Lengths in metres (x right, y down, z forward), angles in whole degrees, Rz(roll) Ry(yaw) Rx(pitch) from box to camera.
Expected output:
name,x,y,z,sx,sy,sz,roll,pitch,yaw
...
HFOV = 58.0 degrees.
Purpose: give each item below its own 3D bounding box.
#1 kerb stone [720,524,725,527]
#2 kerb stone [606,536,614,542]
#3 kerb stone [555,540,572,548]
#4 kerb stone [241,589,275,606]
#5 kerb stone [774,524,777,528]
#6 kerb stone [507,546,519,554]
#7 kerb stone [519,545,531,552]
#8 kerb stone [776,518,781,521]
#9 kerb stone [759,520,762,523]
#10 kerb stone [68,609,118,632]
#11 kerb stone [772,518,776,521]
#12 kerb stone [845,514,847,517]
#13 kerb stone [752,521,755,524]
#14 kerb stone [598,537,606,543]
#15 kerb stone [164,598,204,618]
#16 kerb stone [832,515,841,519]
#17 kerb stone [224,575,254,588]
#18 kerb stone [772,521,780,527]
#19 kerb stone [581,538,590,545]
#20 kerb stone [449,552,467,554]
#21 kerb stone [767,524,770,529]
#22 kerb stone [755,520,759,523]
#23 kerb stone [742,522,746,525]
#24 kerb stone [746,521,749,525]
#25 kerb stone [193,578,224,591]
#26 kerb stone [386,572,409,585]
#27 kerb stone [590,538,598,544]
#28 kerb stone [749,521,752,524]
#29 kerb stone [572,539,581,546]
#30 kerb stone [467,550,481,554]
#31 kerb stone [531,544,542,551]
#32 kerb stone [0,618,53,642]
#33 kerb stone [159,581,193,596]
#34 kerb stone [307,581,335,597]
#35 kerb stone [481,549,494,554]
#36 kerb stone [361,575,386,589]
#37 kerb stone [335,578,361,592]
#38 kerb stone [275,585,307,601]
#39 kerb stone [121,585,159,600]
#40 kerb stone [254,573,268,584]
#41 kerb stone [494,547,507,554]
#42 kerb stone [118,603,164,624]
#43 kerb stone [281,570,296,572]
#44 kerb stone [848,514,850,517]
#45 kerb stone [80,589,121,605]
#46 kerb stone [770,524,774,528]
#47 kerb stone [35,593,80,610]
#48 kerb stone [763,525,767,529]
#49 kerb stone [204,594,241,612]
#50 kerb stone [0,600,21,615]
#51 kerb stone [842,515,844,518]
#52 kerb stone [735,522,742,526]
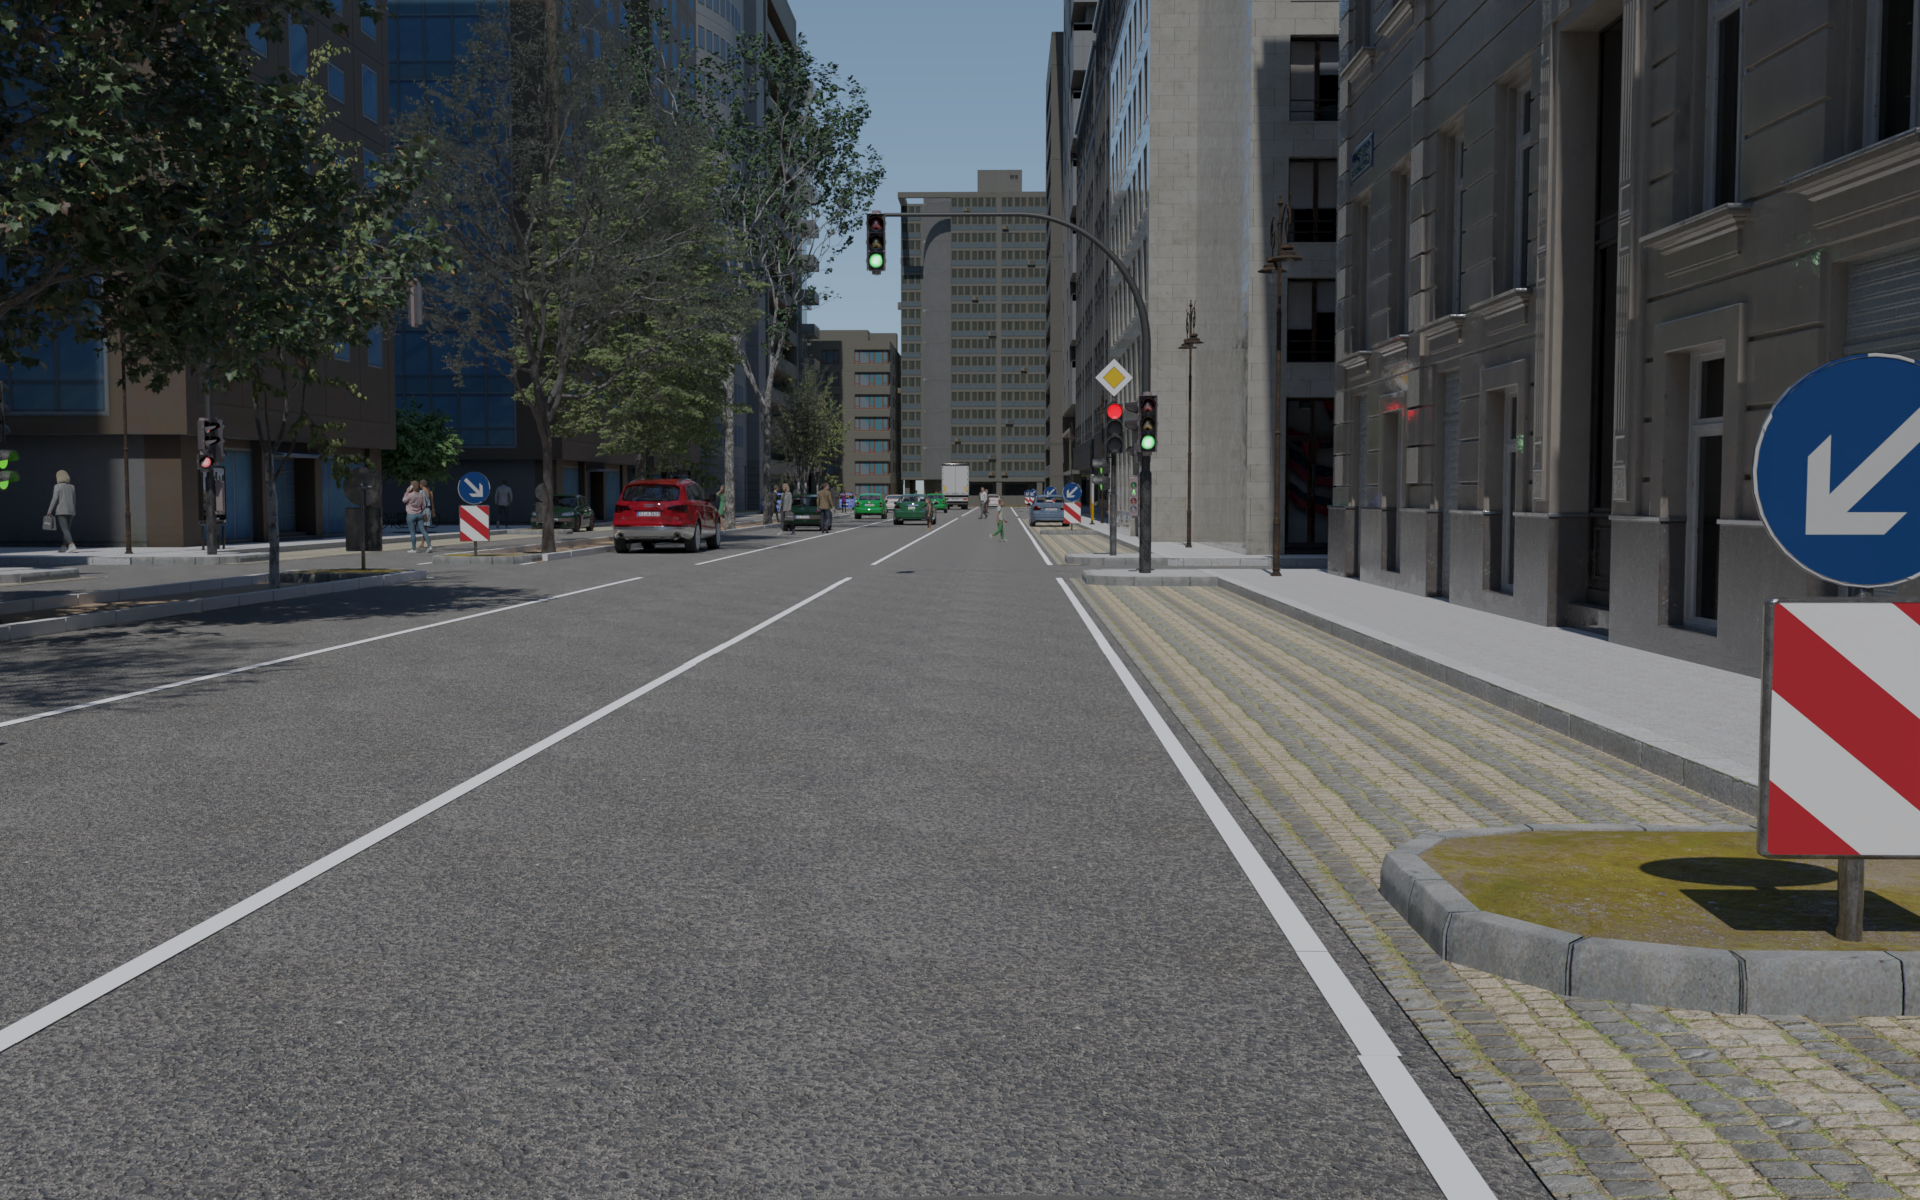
name,x,y,z,sx,sy,sz,roll,pitch,yaw
kerb stone,-10.082,-3.130,73.446,0.120,0.150,1.000,0,4,1
kerb stone,-10.612,-1.816,51.896,0.120,0.150,1.000,0,4,1
kerb stone,-10.736,-1.503,46.772,0.120,0.150,1.000,0,4,1
kerb stone,-9.230,-0.020,22.580,0.120,0.150,1.000,0,4,1
kerb stone,-7.982,-3.127,73.323,0.120,0.150,1.000,0,4,1
kerb stone,-10.861,-1.189,41.638,0.120,0.150,1.000,0,4,1
kerb stone,-10.835,-1.251,42.673,0.120,0.150,1.000,0,4,1
kerb stone,-9.664,-4.199,90.856,0.120,0.150,1.000,0,4,1
kerb stone,-9.839,-3.761,83.695,0.120,0.150,1.000,0,4,1
kerb stone,-9.326,0.227,18.481,0.120,0.150,1.000,0,4,1
kerb stone,-9.711,-4.070,88.806,0.120,0.150,1.000,0,4,1
kerb stone,-7.186,-5.135,106.150,0.120,0.150,1.000,0,4,1
kerb stone,-9.893,-3.632,81.640,0.120,0.150,1.000,0,4,1
kerb stone,-10.635,-1.752,50.874,0.120,0.150,1.000,0,4,1
kerb stone,-9.280,0.103,20.526,0.120,0.150,1.000,0,4,1
kerb stone,-7.285,-4.884,102.047,0.120,0.150,1.000,0,4,1
kerb stone,-11.223,-0.277,26.752,0.120,0.150,1.000,0,4,1
kerb stone,-7.964,-3.190,74.349,0.120,0.150,1.000,0,4,1
kerb stone,-10.685,-1.629,48.823,0.120,0.150,1.000,0,4,1
kerb stone,-10.959,-0.937,37.523,0.120,0.150,1.000,0,4,1
kerb stone,-8.033,-3.002,71.270,0.120,0.150,1.000,0,4,1
kerb stone,-9.858,-3.698,82.662,0.120,0.150,1.000,0,4,1
kerb stone,-9.963,-3.447,78.565,0.120,0.150,1.000,0,4,1
kerb stone,-9.935,-3.508,79.590,0.120,0.150,1.000,0,4,1
kerb stone,-11.253,-0.216,25.726,0.120,0.150,1.000,0,4,1
kerb stone,-9.092,-0.334,27.706,0.120,0.150,1.000,0,4,1
kerb stone,-10.657,-1.691,49.848,0.120,0.150,1.000,0,4,1
kerb stone,-9.920,-3.573,80.618,0.120,0.150,1.000,0,4,1
kerb stone,-10.707,-1.566,47.797,0.120,0.150,1.000,0,4,1
kerb stone,-10.936,-0.997,38.560,0.120,0.150,1.000,0,4,1
kerb stone,-10.813,-1.315,43.699,0.120,0.150,1.000,0,4,1
kerb stone,-9.345,0.290,17.460,0.120,0.150,1.000,0,4,1
kerb stone,-11.275,-0.153,24.702,0.120,0.150,1.000,0,4,1
kerb stone,-9.173,-0.149,24.627,0.120,0.150,1.000,0,4,1
kerb stone,-10.915,-1.063,39.589,0.120,0.150,1.000,0,4,1
kerb stone,-9.122,-0.274,26.676,0.120,0.150,1.000,0,4,1
kerb stone,-9.150,-0.211,25.648,0.120,0.150,1.000,0,4,1
kerb stone,-9.198,-0.084,23.605,0.120,0.150,1.000,0,4,1
kerb stone,-11.295,-0.091,23.680,0.120,0.150,1.000,0,4,1
kerb stone,-11.198,-0.341,27.774,0.120,0.150,1.000,0,4,1
kerb stone,-10.889,-1.119,40.612,0.120,0.150,1.000,0,4,1
kerb stone,-9.297,0.165,19.504,0.120,0.150,1.000,0,4,1
kerb stone,-11.176,-0.404,28.795,0.120,0.150,1.000,0,4,1
kerb stone,-7.136,-5.261,108.205,0.120,0.150,1.000,0,4,1
kerb stone,-11.323,-0.028,22.658,0.120,0.150,1.000,0,4,1
kerb stone,-8.015,-3.064,72.294,0.120,0.150,1.000,0,4,1
kerb stone,-11.347,0.035,21.630,0.120,0.150,1.000,0,4,1
kerb stone,-8.071,-2.939,70.248,0.120,0.150,1.000,0,4,1
kerb stone,-9.256,0.039,21.555,0.120,0.150,1.000,0,4,1
kerb stone,-11.375,0.100,20.609,0.120,0.150,1.000,0,4,1
kerb stone,-7.244,-5.009,104.099,0.120,0.150,1.000,0,4,1
kerb stone,-9.989,-3.378,77.536,0.120,0.150,1.000,0,4,1
